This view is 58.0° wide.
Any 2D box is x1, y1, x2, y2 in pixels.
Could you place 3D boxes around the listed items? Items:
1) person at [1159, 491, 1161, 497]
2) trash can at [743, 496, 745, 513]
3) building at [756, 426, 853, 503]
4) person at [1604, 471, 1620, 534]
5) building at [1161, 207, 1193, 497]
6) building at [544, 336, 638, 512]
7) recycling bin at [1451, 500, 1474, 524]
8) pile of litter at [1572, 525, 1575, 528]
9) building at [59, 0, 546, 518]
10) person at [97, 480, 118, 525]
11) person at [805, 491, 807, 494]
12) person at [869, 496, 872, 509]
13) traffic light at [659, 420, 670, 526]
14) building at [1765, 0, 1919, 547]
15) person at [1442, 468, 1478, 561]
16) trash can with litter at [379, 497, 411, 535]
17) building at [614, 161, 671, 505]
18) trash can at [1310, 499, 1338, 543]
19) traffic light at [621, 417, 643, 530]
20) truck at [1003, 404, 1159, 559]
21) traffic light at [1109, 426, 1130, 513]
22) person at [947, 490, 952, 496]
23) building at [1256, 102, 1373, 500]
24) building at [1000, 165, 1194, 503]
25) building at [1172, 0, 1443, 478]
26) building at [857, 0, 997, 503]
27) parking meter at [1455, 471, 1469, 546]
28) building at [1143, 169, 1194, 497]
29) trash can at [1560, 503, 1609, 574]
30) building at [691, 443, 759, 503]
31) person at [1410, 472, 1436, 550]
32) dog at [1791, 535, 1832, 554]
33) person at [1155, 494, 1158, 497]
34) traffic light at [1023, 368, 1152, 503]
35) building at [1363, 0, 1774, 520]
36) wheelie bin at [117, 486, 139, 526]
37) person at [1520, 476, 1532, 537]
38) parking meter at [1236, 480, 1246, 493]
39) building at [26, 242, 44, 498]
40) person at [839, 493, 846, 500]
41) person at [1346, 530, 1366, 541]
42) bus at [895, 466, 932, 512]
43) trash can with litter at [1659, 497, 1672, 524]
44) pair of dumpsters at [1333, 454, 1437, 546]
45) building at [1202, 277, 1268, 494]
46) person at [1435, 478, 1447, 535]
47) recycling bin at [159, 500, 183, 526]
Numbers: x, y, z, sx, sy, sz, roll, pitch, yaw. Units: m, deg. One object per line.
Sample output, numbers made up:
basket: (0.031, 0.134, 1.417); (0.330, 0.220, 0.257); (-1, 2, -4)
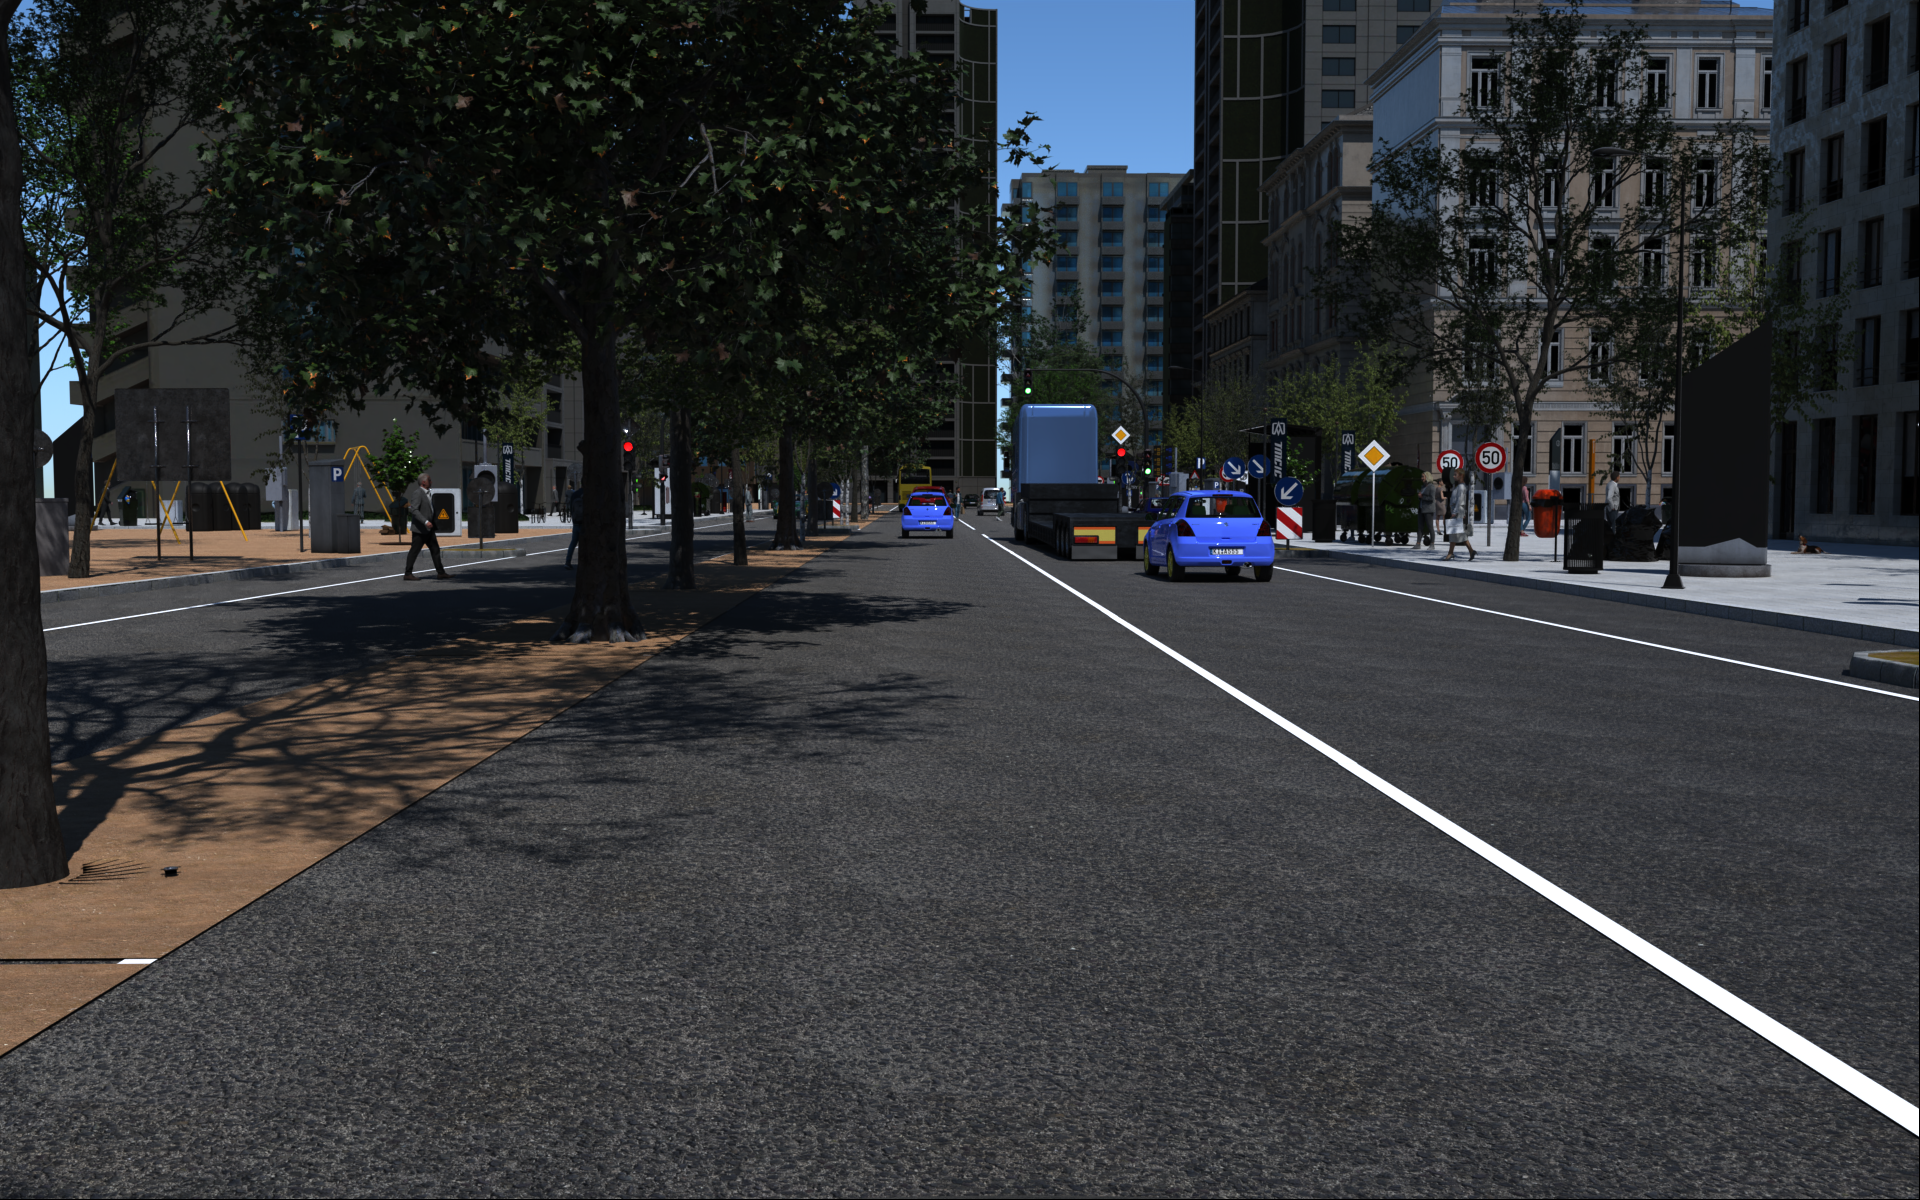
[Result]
person: (13.215, -6.688, 115.574); (0.511, 1.800, 0.466); (2, 4, 24)
trash can: (-15.075, -6.550, 118.737); (0.748, 1.137, 0.748); (0, 3, 0)
building: (-22.132, -34.606, 249.408); (14.086, 41.232, 14.154); (0, 4, -1)
person: (15.761, -2.215, 42.109); (0.795, 1.843, 0.661); (1, 4, 20)
building: (27.421, -24.760, 176.521); (14.160, 30.474, 14.107); (0, 4, -1)
building: (-40.044, -43.788, 154.185); (20.563, 71.187, 20.611); (0, 4, -1)
recycling bin: (21.233, -3.706, 73.151); (0.722, 1.027, 0.722); (3, 5, 42)
pile of litter: (22.590, -2.949, 62.187); (1.176, 0.858, 1.719); (2, 4, 30)
building: (-36.654, -28.990, 97.696); (21.300, 48.544, 21.600); (0, 4, -1)
person: (-34.901, -3.980, 70.894); (0.755, 1.850, 0.659); (-2, 4, -31)
person: (-14.548, -9.402, 162.779); (0.434, 1.755, 0.990); (1, 4, 11)
person: (-8.084, -8.720, 154.306); (0.421, 1.427, 0.697); (-3, 5, -42)
traffic light: (-10.007, -5.868, 70.614); (4.771, 5.953, 1.251); (0, 4, -1)
building: (28.347, -11.385, 40.894); (10.420, 20.320, 16.860); (0, 4, -1)
person: (9.588, -1.638, 33.173); (0.624, 1.780, 0.694); (2, 4, 31)
trash can with litter: (-17.779, -2.640, 54.551); (0.624, 1.170, 1.055); (1, 4, 19)
building: (-43.274, -30.551, 191.394); (23.993, 40.220, 32.217); (0, 4, -1)
trash can: (9.631, -2.090, 45.823); (0.748, 1.137, 0.748); (0, 3, 0)
traffic light: (-11.903, -4.503, 62.546); (0.839, 4.253, 0.868); (0, 4, -1)
truck: (3.169, -3.440, 46.003); (2.967, 4.110, 18.799); (0, 4, -2)
traffic light: (6.559, -5.020, 70.994); (0.839, 4.253, 0.868); (0, 4, -1)
person: (-0.894, -9.283, 160.353); (1.350, 1.814, 0.705); (1, 4, 23)
building: (28.817, -20.073, 115.578); (14.401, 28.519, 23.554); (0, 4, -1)
building: (21.209, -38.858, 254.940); (30.456, 49.044, 23.786); (0, 4, -1)
building: (30.948, -44.020, 157.975); (20.563, 71.187, 20.611); (0, 4, -1)
building: (-4.881, -49.813, 252.701); (20.611, 71.187, 20.563); (0, 4, -1)
parking meter: (12.430, -2.277, 42.937); (0.255, 1.863, 0.399); (2, 4, 34)
building: (36.400, -30.838, 196.078); (32.217, 40.220, 23.993); (0, 4, -1)
trash can: (10.047, -0.994, 27.898); (0.748, 1.137, 0.748); (0, 3, 0)
building: (-36.283, -36.658, 249.471); (14.200, 45.320, 14.600); (0, 4, -1)
person: (10.728, -2.063, 39.955); (0.526, 1.800, 0.537); (-1, 4, -12)
dog: (18.253, -1.186, 37.125); (0.748, 0.427, 0.550); (3, 4, 38)
person: (10.772, -5.223, 95.711); (0.425, 1.301, 0.394); (-1, 4, -16)
traffic light: (4.663, -5.392, 62.820); (4.771, 5.953, 1.251); (0, 4, -1)
building: (32.939, -18.703, 91.699); (20.117, 28.700, 13.634); (0, 4, -1)
wheelie bin: (-33.415, -3.772, 69.580); (0.693, 1.594, 0.980); (-3, 5, -44)
person: (17.040, -2.827, 52.282); (0.388, 1.821, 0.555); (-2, 4, -29)
parking meter: (11.831, -4.108, 72.875); (0.399, 1.863, 0.255); (0, 4, -5)
building: (-67.873, -47.692, 92.431); (31.000, 86.520, 22.319); (0, 4, -1)
person: (-10.720, -8.937, 155.401); (1.217, 1.735, 0.721); (-1, 4, -15)
person: (10.900, -2.511, 47.770); (0.598, 1.740, 0.731); (0, 4, 4)
bus: (-3.686, -9.004, 138.763); (2.896, 3.916, 12.252); (0, 4, -2)
trash can with litter: (29.722, -3.765, 72.945); (0.624, 1.170, 1.055); (1, 4, 16)
pair of dumpsters: (10.912, -2.573, 44.563); (1.574, 2.255, 4.437); (0, 4, -2)
building: (25.912, -16.670, 137.182); (10.561, 19.102, 19.286); (0, 4, -1)
person: (15.074, -2.922, 54.163); (0.374, 1.781, 0.599); (-1, 4, -16)
recycling bin: (-31.912, -3.517, 70.055); (0.722, 1.027, 0.722); (0, 4, -8)
